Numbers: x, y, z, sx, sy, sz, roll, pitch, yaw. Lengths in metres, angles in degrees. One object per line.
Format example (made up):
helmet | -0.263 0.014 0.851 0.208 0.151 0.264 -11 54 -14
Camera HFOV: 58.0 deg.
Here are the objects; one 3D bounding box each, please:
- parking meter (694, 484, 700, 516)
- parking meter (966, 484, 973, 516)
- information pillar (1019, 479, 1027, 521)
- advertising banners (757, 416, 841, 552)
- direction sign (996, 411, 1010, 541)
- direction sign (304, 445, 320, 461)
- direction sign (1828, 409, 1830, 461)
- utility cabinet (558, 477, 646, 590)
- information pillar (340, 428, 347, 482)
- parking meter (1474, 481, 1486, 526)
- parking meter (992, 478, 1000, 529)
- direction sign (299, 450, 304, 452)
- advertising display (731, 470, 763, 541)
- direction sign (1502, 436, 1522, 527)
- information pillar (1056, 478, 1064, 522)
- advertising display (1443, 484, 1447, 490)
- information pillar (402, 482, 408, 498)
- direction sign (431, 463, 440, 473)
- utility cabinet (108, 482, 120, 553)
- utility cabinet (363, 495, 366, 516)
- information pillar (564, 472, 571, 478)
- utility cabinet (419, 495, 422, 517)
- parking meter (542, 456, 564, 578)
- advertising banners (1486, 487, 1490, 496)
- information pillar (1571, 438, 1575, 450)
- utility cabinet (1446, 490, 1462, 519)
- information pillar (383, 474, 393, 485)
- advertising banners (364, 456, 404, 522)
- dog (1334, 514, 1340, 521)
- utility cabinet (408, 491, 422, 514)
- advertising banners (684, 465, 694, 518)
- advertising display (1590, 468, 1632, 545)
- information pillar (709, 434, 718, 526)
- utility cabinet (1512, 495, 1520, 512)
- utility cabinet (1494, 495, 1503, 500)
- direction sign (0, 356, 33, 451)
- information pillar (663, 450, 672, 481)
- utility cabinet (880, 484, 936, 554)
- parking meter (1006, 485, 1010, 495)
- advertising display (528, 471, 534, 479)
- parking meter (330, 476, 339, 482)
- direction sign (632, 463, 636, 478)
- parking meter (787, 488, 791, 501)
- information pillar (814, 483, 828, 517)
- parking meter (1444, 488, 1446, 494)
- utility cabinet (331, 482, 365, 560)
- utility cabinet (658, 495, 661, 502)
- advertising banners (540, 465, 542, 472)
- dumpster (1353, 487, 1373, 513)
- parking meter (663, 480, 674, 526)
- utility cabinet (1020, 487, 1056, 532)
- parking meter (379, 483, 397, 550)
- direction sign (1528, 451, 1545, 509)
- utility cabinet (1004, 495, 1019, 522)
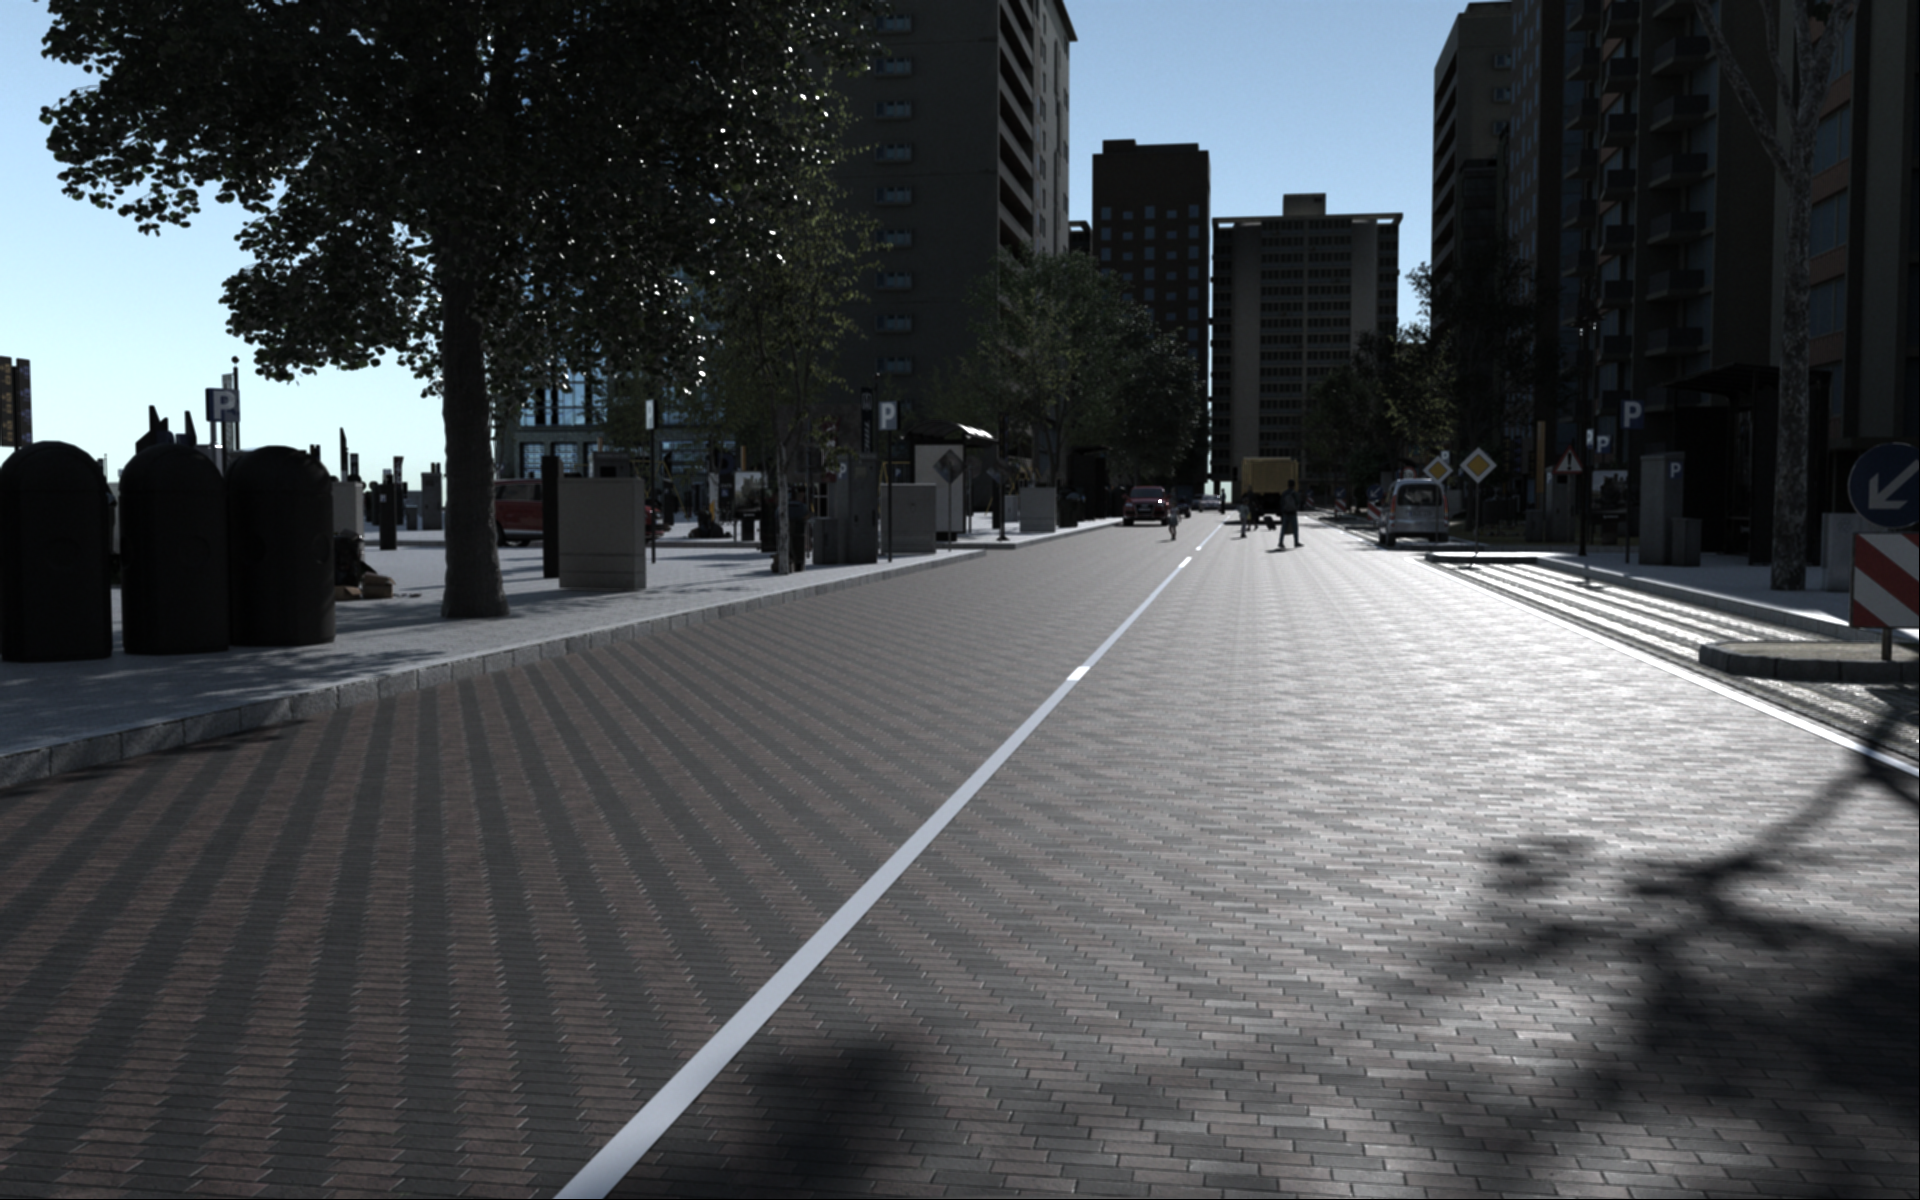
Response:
parking meter | -15.701 -5.976 103.413 0.255 1.863 0.399 -1 4 -16
parking meter | 0.567 -5.816 100.802 0.399 1.863 0.255 3 5 43
information pillar | 3.033 -4.819 83.286 0.304 2.012 0.304 3 5 41
advertising banners | -3.553 -2.587 38.478 2.074 3.025 0.090 -2 4 -31
direction sign | 1.196 -3.417 47.868 0.379 3.537 0.876 1 4 17
direction sign | -29.606 -5.359 79.611 0.379 3.537 0.876 0 4 7
direction sign | 23.189 -3.326 46.379 0.379 3.537 0.876 1 4 22
utility cabinet | -4.776 -0.884 23.125 1.173 1.500 0.318 1 4 22
information pillar | -21.786 -4.275 61.250 0.183 3.616 0.504 0 4 -6
parking meter | 20.793 -3.885 69.231 0.399 1.863 0.255 3 5 44
parking meter | 1.376 -3.573 64.131 0.255 1.863 0.399 1 4 23
direction sign | -33.567 -5.952 89.312 0.876 3.537 0.379 -2 4 -23
advertising display | -5.798 -2.574 47.294 0.974 1.923 0.123 -3 5 -42
direction sign | 21.479 -4.615 67.446 0.379 3.537 0.876 -2 4 -35
information pillar | 4.591 -4.610 79.873 0.304 2.012 0.304 1 4 15
advertising display | 30.603 -6.445 110.588 0.974 1.923 0.123 3 5 41
information pillar | -34.034 -6.216 106.118 0.304 2.012 0.304 -2 4 -34
direction sign | -37.939 -8.160 125.420 0.379 3.537 0.876 2 4 27
utility cabinet | -15.807 -1.477 32.830 0.318 1.500 1.173 -3 5 -40
utility cabinet | -40.036 -6.421 116.143 1.020 1.237 0.306 0 4 -7
information pillar | -13.347 -3.322 58.810 0.304 2.012 0.304 -1 4 -11
utility cabinet | -30.368 -5.368 98.924 1.020 1.237 0.306 -1 4 -14
parking meter | -6.240 -1.278 26.599 0.255 1.863 0.399 0 4 2
advertising banners | 31.861 -6.655 104.999 0.090 3.025 2.074 0 4 0
information pillar | 25.437 -4.934 72.022 0.183 3.616 0.504 1 4 10
utility cabinet | 25.115 -4.900 88.794 1.173 1.500 0.318 3 5 40
information pillar | -21.377 -3.687 64.781 0.304 2.012 0.304 -3 4 -39
advertising banners | -26.540 -5.117 79.848 0.090 3.025 2.074 3 5 40
dog | 19.836 -4.324 90.889 0.748 0.427 0.550 -2 4 -30
utility cabinet | -34.739 -6.240 110.703 1.173 1.500 0.318 0 4 -7
advertising banners | -14.482 -5.908 92.776 0.090 3.025 2.074 0 4 5
advertising display | 16.407 -2.353 43.690 0.974 1.923 0.123 2 4 25
information pillar | -9.602 -4.655 67.459 0.183 3.616 0.504 2 4 27
utility cabinet | 34.266 -5.855 106.895 0.306 1.237 1.020 0 4 2
utility cabinet | 34.939 -6.180 112.198 1.020 1.237 0.306 -3 5 -44
direction sign | -15.697 -2.254 28.843 0.379 3.537 0.876 0 4 2
information pillar | -15.401 -6.114 91.321 0.504 3.616 0.183 -3 4 -36
utility cabinet | -1.104 -1.717 36.749 1.173 1.500 0.318 0 4 -6
parking meter | 3.144 -6.618 113.915 0.255 1.863 0.399 0 4 -3
advertising display | -12.130 -2.680 49.038 0.123 1.923 0.974 -1 4 -16
parking meter | -20.079 -3.048 55.549 0.255 1.863 0.399 0 4 -3
direction sign | -23.644 -8.177 125.687 0.379 3.537 0.876 -2 4 -26
parking meter | -6.788 -3.748 69.693 0.372 1.533 0.369 0 3 0
information pillar | -3.807 -2.627 47.444 0.304 2.012 0.304 -2 4 -29
parking meter | 18.306 -3.523 66.012 0.372 1.533 0.369 0 3 0
utility cabinet | -11.254 -1.360 30.911 1.173 1.500 0.318 1 4 8
utility cabinet | -17.880 -5.527 101.531 0.306 1.237 1.020 -3 4 -38
advertising banners | -23.955 -6.540 103.113 2.074 3.025 0.090 0 4 4
dumpster | 26.969 -6.904 115.378 1.502 2.255 1.985 1 4 10
parking meter | -11.782 -3.936 70.063 0.399 1.863 0.255 2 4 25
utility cabinet | 2.576 -2.963 57.126 1.173 1.500 0.318 1 4 10
parking meter | -13.162 -1.922 39.833 0.372 1.533 0.369 0 3 0
direction sign | 30.066 -6.018 90.398 0.379 3.537 0.876 -3 5 -44
utility cabinet | 2.263 -4.172 79.372 0.306 1.237 1.020 -2 4 -35
